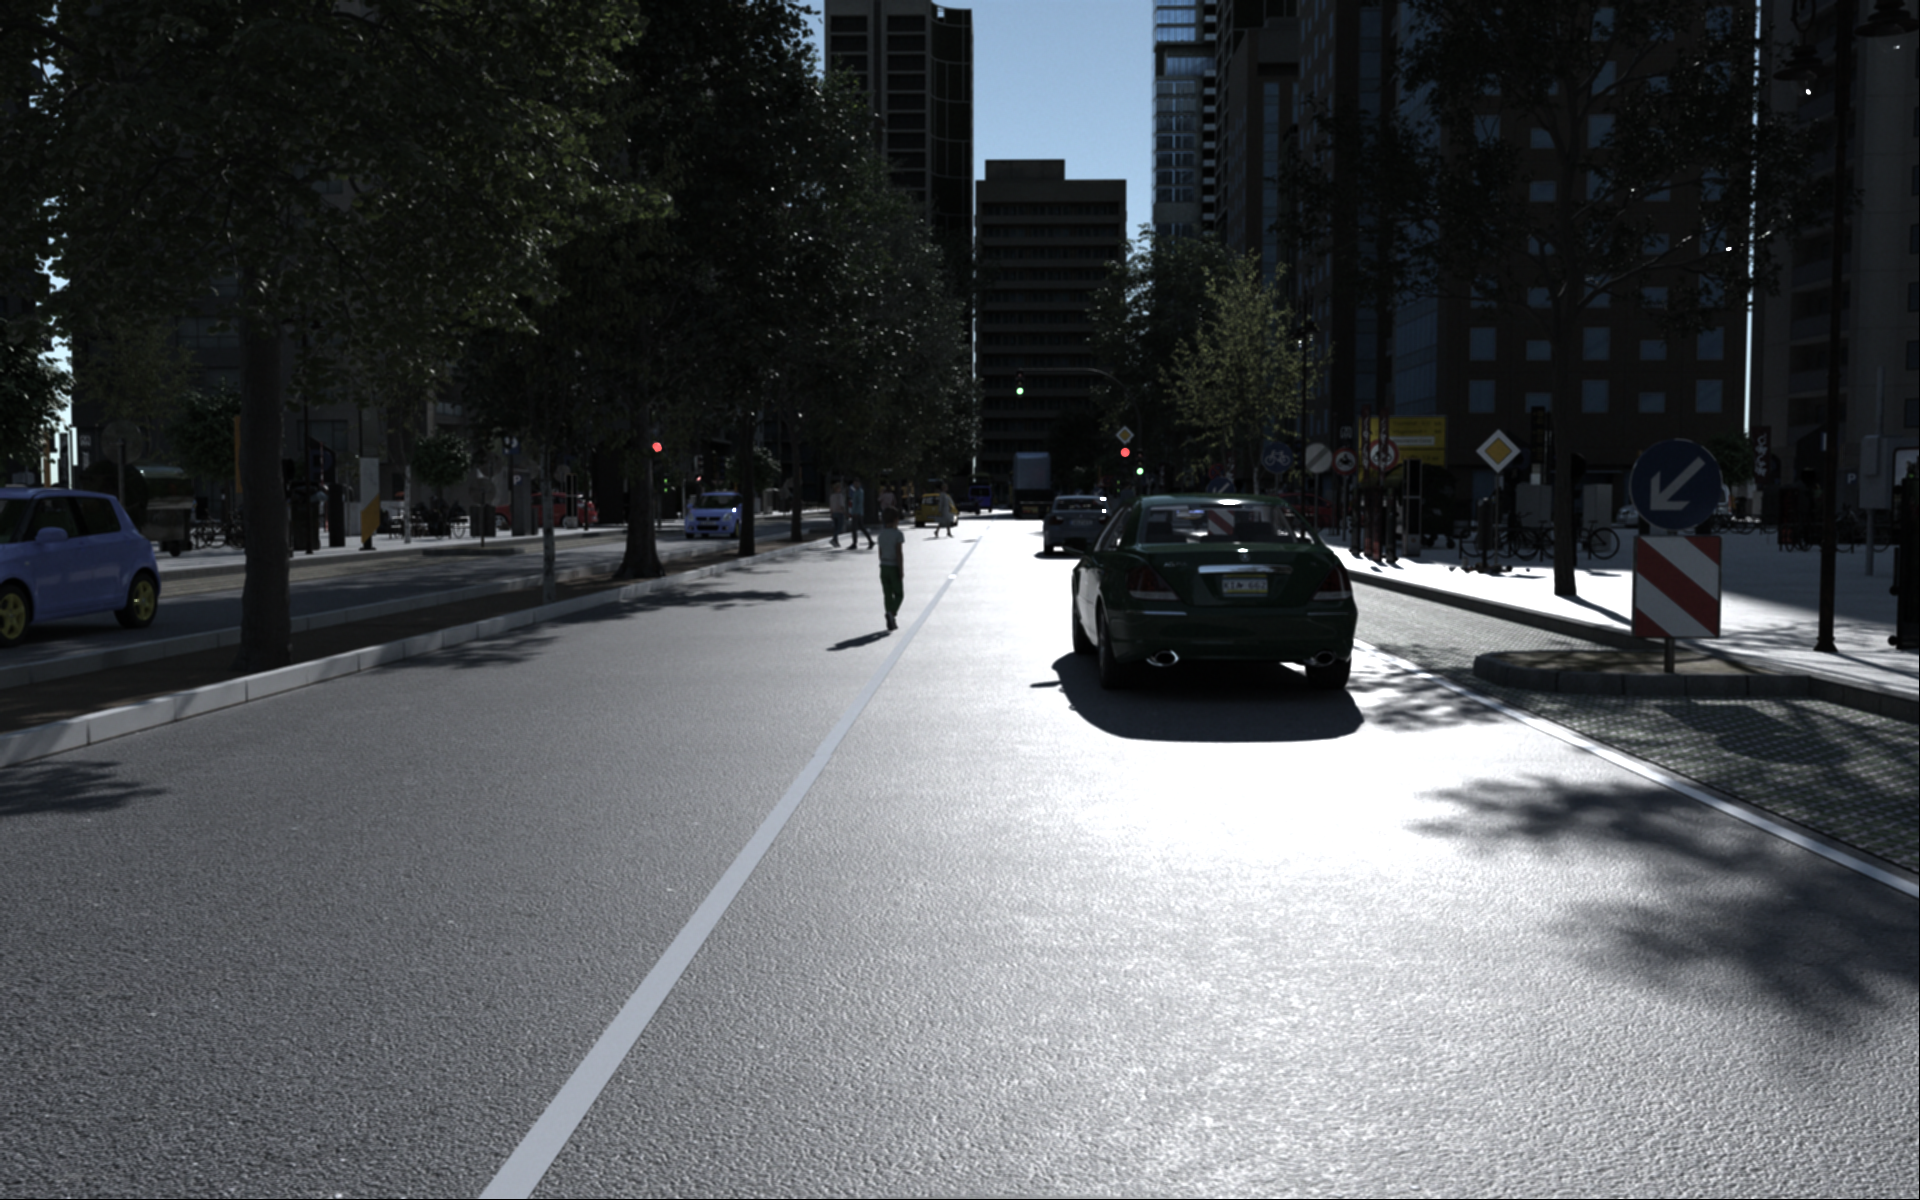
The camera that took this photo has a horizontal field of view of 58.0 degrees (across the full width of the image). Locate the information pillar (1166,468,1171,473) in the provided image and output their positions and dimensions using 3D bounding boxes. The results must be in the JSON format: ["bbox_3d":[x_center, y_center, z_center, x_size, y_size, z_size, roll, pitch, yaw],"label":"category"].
[{"bbox_3d":[15.201,-8.305,127.144,0.504,3.616,0.183,-1,4,-14],"label":"information pillar"}]

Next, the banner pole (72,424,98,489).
[{"bbox_3d":[-31.181,-4.410,62.126,0.401,3.779,0.863,2,4,35],"label":"banner pole"}]

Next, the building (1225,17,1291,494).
[{"bbox_3d":[33.101,-31.460,164.475,14.600,45.320,14.200,0,4,2],"label":"building"}]

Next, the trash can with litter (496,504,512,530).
[{"bbox_3d":[-15.951,-3.080,61.751,1.055,1.170,0.624,-3,5,-42],"label":"trash can with litter"}]

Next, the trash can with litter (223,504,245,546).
[{"bbox_3d":[-17.953,-1.963,43.490,0.624,1.170,1.055,1,4,18],"label":"trash can with litter"}]

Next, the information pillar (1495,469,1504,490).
[{"bbox_3d":[24.853,-5.403,79.694,0.183,3.616,0.504,-3,5,-42],"label":"information pillar"}]

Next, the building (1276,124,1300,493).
[{"bbox_3d":[32.196,-22.417,138.214,14.160,30.474,14.107,0,4,2],"label":"building"}]

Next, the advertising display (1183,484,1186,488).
[{"bbox_3d":[18.025,-8.249,140.076,0.123,1.923,0.974,3,5,42],"label":"advertising display"}]

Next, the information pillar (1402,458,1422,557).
[{"bbox_3d":[9.250,-1.894,35.455,0.304,2.012,0.304,0,4,-4],"label":"information pillar"}]

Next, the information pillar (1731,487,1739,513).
[{"bbox_3d":[50.545,-6.633,112.942,0.304,2.012,0.304,-1,4,-11],"label":"information pillar"}]

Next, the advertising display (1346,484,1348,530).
[{"bbox_3d":[13.780,-3.477,62.066,0.123,1.923,0.974,0,4,4],"label":"advertising display"}]

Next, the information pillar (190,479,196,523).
[{"bbox_3d":[-33.811,-4.381,76.122,0.304,2.012,0.304,0,4,-7],"label":"information pillar"}]

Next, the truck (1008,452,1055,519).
[{"bbox_3d":[4.628,-7.084,105.587,2.967,4.110,18.799,0,4,0],"label":"truck"}]

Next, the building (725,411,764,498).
[{"bbox_3d":[-30.414,-26.319,202.018,14.107,30.474,14.160,0,4,2],"label":"building"}]

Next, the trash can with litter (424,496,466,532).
[{"bbox_3d":[-18.215,-2.980,59.786,1.678,1.210,2.233,-3,5,-42],"label":"trash can with litter"}]

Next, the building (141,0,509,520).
[{"bbox_3d":[-33.166,-24.962,91.718,14.154,41.232,14.086,0,4,2],"label":"building"}]

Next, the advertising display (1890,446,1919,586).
[{"bbox_3d":[12.982,-1.121,23.541,0.123,1.923,0.974,0,4,-1],"label":"advertising display"}]

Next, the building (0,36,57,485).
[{"bbox_3d":[-67.214,-33.755,93.895,28.212,58.520,21.231,0,4,2],"label":"building"}]

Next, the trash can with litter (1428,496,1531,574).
[{"bbox_3d":[8.568,-1.076,28.654,1.678,1.210,2.233,1,4,18],"label":"trash can with litter"}]

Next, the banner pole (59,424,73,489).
[{"bbox_3d":[-32.091,-4.421,62.302,0.863,3.779,0.401,2,4,27],"label":"banner pole"}]

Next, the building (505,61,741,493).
[{"bbox_3d":[-38.022,-36.193,181.001,28.713,52.752,27.495,0,4,2],"label":"building"}]

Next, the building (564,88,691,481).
[{"bbox_3d":[-34.321,-43.918,156.308,20.563,71.187,20.611,0,4,2],"label":"building"}]

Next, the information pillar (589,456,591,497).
[{"bbox_3d":[-22.513,-6.979,105.460,0.183,3.616,0.504,0,4,-4],"label":"information pillar"}]

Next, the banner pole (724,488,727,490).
[{"bbox_3d":[-19.420,-9.337,142.680,0.863,3.779,0.401,3,5,43],"label":"banner pole"}]

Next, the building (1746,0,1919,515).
[{"bbox_3d":[61.256,-33.746,93.745,28.212,58.520,21.231,0,4,2],"label":"building"}]

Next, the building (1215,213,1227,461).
[{"bbox_3d":[33.351,-24.943,179.516,14.160,30.474,14.107,0,4,2],"label":"building"}]

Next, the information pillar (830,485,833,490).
[{"bbox_3d":[-10.548,-8.449,142.627,0.304,2.012,0.304,-2,4,-28],"label":"information pillar"}]

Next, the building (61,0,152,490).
[{"bbox_3d":[-42.268,-32.508,120.748,28.713,52.752,27.495,0,4,2],"label":"building"}]

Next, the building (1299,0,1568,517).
[{"bbox_3d":[30.624,-28.476,115.686,14.600,45.320,14.200,0,4,2],"label":"building"}]

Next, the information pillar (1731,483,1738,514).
[{"bbox_3d":[49.650,-7.322,111.076,0.504,3.616,0.183,0,4,-4],"label":"information pillar"}]

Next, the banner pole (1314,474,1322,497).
[{"bbox_3d":[20.426,-6.634,98.476,0.863,3.779,0.401,-2,4,-31],"label":"banner pole"}]

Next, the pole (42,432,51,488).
[{"bbox_3d":[-29.934,-3.851,56.803,0.158,3.312,0.155,0,3,0],"label":"pole"}]

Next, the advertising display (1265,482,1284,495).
[{"bbox_3d":[16.447,-5.230,90.732,0.974,1.923,0.123,1,4,12],"label":"advertising display"}]

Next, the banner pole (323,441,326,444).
[{"bbox_3d":[-30.184,-5.644,82.300,0.401,3.779,0.863,-1,4,-12],"label":"banner pole"}]

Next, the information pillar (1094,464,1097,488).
[{"bbox_3d":[10.761,-8.905,136.953,0.183,3.616,0.504,2,4,29],"label":"information pillar"}]

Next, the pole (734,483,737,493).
[{"bbox_3d":[-14.936,-7.433,115.378,0.158,3.312,0.155,0,3,0],"label":"pole"}]

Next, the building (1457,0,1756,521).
[{"bbox_3d":[30.634,-26.833,88.835,14.200,45.320,14.600,0,4,2],"label":"building"}]

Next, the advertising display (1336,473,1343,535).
[{"bbox_3d":[11.853,-3.000,54.261,0.123,1.923,0.974,1,4,11],"label":"advertising display"}]

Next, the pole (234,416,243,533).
[{"bbox_3d":[-18.893,-3.152,45.381,0.158,3.312,0.155,0,3,0],"label":"pole"}]

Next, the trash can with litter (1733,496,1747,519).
[{"bbox_3d":[40.155,-4.755,89.138,0.624,1.170,1.055,2,4,29],"label":"trash can with litter"}]

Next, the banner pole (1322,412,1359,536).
[{"bbox_3d":[11.710,-3.866,53.232,0.863,3.779,0.401,-1,4,-13],"label":"banner pole"}]

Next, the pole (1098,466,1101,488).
[{"bbox_3d":[10.089,-8.047,125.405,0.158,3.312,0.155,0,3,0],"label":"pole"}]

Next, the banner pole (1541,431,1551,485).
[{"bbox_3d":[20.354,-4.294,60.223,0.401,3.779,0.863,3,5,44],"label":"banner pole"}]

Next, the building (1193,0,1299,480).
[{"bbox_3d":[37.953,-46.313,195.469,20.563,71.187,20.611,0,4,2],"label":"building"}]

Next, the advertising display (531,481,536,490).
[{"bbox_3d":[-22.141,-5.089,88.411,0.974,1.923,0.123,0,4,2],"label":"advertising display"}]

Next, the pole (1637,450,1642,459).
[{"bbox_3d":[31.660,-5.318,80.798,0.158,3.312,0.155,0,3,0],"label":"pole"}]

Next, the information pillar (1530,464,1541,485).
[{"bbox_3d":[23.288,-4.819,70.145,0.504,3.616,0.183,-2,4,-26],"label":"information pillar"}]

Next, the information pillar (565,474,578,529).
[{"bbox_3d":[-14.164,-3.589,63.170,0.304,2.012,0.304,2,4,23],"label":"information pillar"}]

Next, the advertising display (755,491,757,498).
[{"bbox_3d":[-17.115,-8.681,147.152,0.123,1.923,0.974,-3,4,-36],"label":"advertising display"}]

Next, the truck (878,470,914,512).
[{"bbox_3d":[-5.132,-8.812,140.003,3.469,3.379,9.791,0,4,1],"label":"truck"}]

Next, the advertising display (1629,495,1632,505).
[{"bbox_3d":[27.912,-4.019,70.929,0.974,1.923,0.123,0,4,6],"label":"advertising display"}]

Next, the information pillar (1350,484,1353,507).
[{"bbox_3d":[20.395,-6.011,89.640,0.504,3.616,0.183,-1,4,-17],"label":"information pillar"}]

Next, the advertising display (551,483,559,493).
[{"bbox_3d":[-22.780,-5.622,97.126,0.123,1.923,0.974,1,4,17],"label":"advertising display"}]
